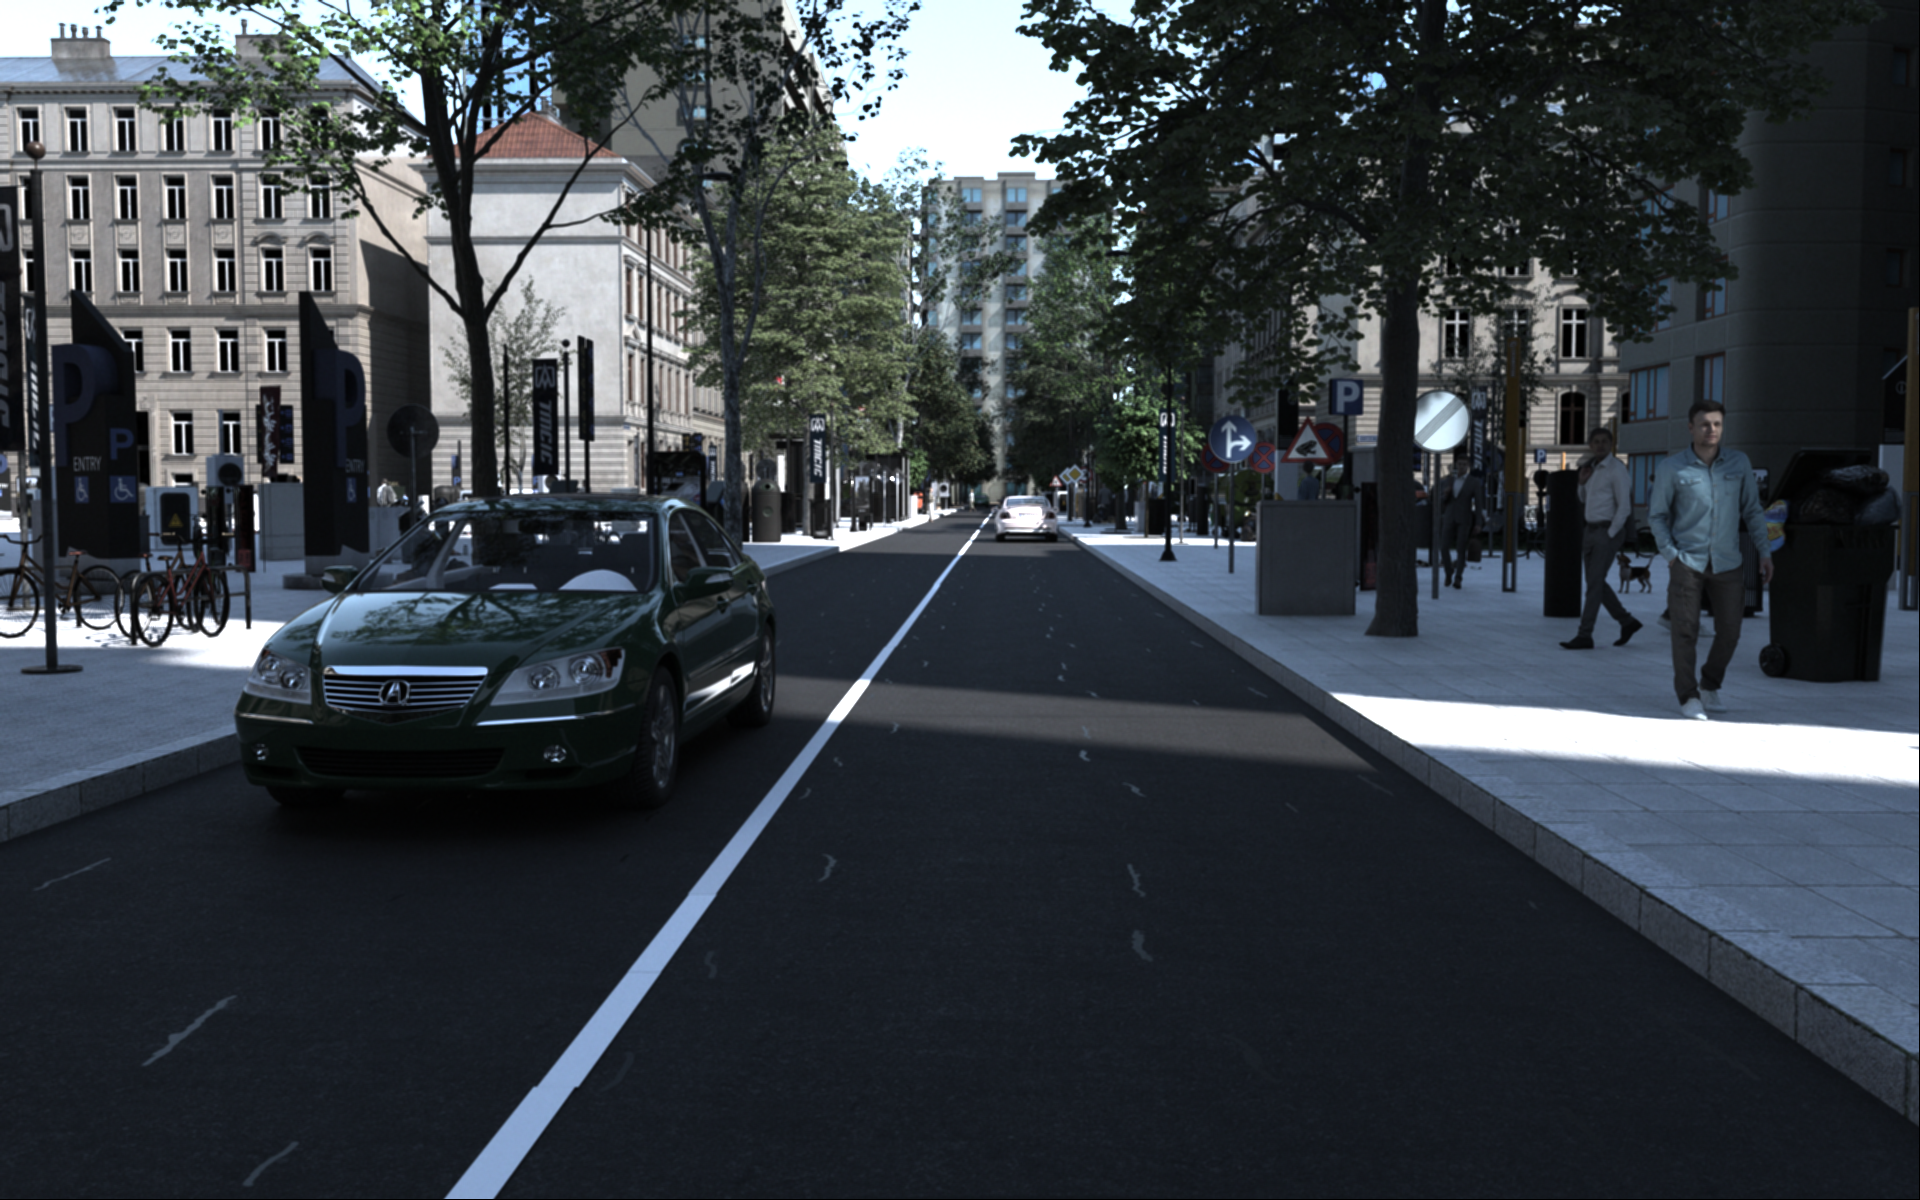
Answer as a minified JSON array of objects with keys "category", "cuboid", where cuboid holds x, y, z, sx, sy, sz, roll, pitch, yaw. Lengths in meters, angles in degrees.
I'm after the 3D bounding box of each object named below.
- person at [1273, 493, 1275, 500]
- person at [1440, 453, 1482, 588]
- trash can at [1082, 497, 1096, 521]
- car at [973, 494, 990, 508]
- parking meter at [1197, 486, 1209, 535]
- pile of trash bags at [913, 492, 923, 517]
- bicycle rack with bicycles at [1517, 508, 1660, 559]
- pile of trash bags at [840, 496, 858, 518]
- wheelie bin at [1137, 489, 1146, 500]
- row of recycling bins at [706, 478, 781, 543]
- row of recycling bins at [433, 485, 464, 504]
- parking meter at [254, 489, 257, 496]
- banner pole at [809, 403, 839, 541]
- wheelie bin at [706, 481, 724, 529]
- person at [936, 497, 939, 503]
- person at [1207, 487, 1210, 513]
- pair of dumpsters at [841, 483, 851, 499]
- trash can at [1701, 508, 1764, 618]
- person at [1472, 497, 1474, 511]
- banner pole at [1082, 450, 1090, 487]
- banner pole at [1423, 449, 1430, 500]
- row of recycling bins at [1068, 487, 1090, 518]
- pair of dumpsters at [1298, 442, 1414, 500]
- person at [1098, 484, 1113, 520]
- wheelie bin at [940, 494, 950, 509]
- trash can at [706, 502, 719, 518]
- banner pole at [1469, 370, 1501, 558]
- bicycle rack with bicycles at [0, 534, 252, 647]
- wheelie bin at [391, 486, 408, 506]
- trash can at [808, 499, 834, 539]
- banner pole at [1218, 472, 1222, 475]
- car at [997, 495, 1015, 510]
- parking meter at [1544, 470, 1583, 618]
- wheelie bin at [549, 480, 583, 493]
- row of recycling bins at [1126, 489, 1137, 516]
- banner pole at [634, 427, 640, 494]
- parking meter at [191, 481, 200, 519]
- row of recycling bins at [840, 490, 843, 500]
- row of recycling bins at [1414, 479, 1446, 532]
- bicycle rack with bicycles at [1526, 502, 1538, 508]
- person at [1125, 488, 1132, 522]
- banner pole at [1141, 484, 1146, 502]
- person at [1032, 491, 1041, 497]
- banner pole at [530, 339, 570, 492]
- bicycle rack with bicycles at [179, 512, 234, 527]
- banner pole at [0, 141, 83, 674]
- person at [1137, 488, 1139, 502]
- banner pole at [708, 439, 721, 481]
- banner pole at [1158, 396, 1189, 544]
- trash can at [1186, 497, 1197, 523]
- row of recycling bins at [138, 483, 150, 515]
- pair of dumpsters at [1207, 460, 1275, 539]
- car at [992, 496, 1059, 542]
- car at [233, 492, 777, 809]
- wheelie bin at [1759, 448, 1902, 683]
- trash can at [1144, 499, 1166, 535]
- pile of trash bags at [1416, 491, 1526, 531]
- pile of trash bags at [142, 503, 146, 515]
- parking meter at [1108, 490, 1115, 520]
[{"category":"person","cuboid":[14.792,-4.548,80.498,0.778,1.811,0.616,0,4,-2]},{"category":"person","cuboid":[6.824,-1.080,23.659,0.622,1.834,0.822,1,4,23]},{"category":"trash can","cuboid":[6.205,-4.387,83.389,0.748,1.137,0.748,0,3,0]},{"category":"car","cuboid":[2.188,-10.703,183.785,1.959,1.807,4.718,0,4,3]},{"category":"parking meter","cuboid":[7.567,-2.788,53.988,0.372,1.533,0.369,0,3,0]},{"category":"pile of trash bags","cuboid":[-3.777,-5.364,97.448,3.447,1.369,1.912,0,4,-4]},{"category":"bicycle rack with bicycles","cuboid":[12.325,-1.299,34.619,2.925,0.926,2.852,2,4,31]},{"category":"pile of trash bags","cuboid":[-6.635,-5.121,93.477,1.912,1.369,3.447,3,4,38]},{"category":"wheelie bin","cuboid":[12.035,-6.248,110.062,0.980,1.594,0.693,-2,4,-32]},{"category":"row of recycling bins","cuboid":[-6.476,-2.388,46.158,3.534,1.692,1.069,1,4,9]},{"category":"row of recycling bins","cuboid":[-24.329,-4.623,82.691,1.069,1.692,3.534,0,4,-4]},{"category":"parking meter","cuboid":[-35.475,-4.801,86.900,0.372,1.533,0.369,0,3,0]},{"category":"banner pole","cuboid":[-3.749,-3.524,47.636,0.863,3.779,0.401,0,4,7]},{"category":"wheelie bin","cuboid":[-5.732,-2.038,41.233,0.980,1.594,0.693,3,5,44]},{"category":"person","cuboid":[-2.755,-11.709,200.752,0.557,1.426,1.065,-2,4,-29]},{"category":"person","cuboid":[16.484,-6.660,115.280,0.601,1.785,0.444,-1,4,-14]},{"category":"pair of dumpsters","cuboid":[-6.344,-6.264,104.906,1.574,2.255,4.437,0,4,2]},{"category":"trash can","cuboid":[8.105,-0.399,18.176,0.748,1.137,0.748,0,3,0]},{"category":"person","cuboid":[25.529,-4.917,86.616,0.721,1.800,0.419,-2,4,-28]},{"category":"banner pole","cuboid":[7.103,-6.609,98.079,0.401,3.779,0.863,3,5,44]},{"category":"banner pole","cuboid":[17.111,-4.494,63.490,0.401,3.779,0.863,0,4,-4]},{"category":"row of recycling bins","cuboid":[6.863,-5.368,94.871,1.069,1.692,3.534,2,4,30]},{"category":"pair of dumpsters","cuboid":[7.843,-1.964,34.603,1.574,2.255,4.437,0,4,1]},{"category":"person","cuboid":[6.410,-4.306,76.843,0.661,1.777,0.834,0,4,-7]},{"category":"wheelie bin","cuboid":[-1.270,-8.412,145.448,0.980,1.594,0.693,2,4,26]},{"category":"trash can","cuboid":[-4.530,-1.112,29.837,0.748,1.137,0.748,0,3,0]},{"category":"banner pole","cuboid":[10.665,-2.768,35.266,0.401,3.779,0.863,-2,4,-29]},{"category":"bicycle rack with bicycles","cuboid":[-7.597,-0.148,15.809,2.852,0.926,2.925,1,4,10]},{"category":"wheelie bin","cuboid":[-22.198,-3.689,68.217,0.980,1.594,0.693,0,4,-3]},{"category":"trash can","cuboid":[-3.973,-2.309,49.405,0.748,1.137,0.748,0,3,0]},{"category":"banner pole","cuboid":[15.582,-6.969,103.962,0.401,3.779,0.863,-1,4,-13]},{"category":"car","cuboid":[3.930,-7.594,136.748,1.945,1.354,3.894,0,3,0]},{"category":"parking meter","cuboid":[6.320,-0.594,18.126,0.372,1.533,0.369,0,3,0]},{"category":"wheelie bin","cuboid":[-9.045,-1.939,39.603,0.980,1.594,0.693,1,4,12]},{"category":"row of recycling bins","cuboid":[8.713,-5.833,102.476,3.534,1.692,1.069,0,4,3]},{"category":"banner pole","cuboid":[-12.025,-4.558,64.543,0.401,3.779,0.863,-2,4,-24]},{"category":"parking meter","cuboid":[-35.456,-4.560,80.273,0.255,1.863,0.399,-3,5,-42]},{"category":"row of recycling bins","cuboid":[-8.043,-7.809,134.781,1.069,1.692,3.534,3,4,38]},{"category":"row of recycling bins","cuboid":[12.407,-2.580,49.300,3.534,1.692,1.069,1,4,16]},{"category":"bicycle rack with bicycles","cuboid":[26.421,-4.128,80.883,2.852,0.926,2.925,0,4,-6]},{"category":"person","cuboid":[7.605,-4.571,80.622,0.795,1.843,0.661,-3,4,-36]},{"category":"banner pole","cuboid":[9.615,-6.093,89.633,0.863,3.779,0.401,2,4,32]},{"category":"person","cuboid":[8.742,-11.750,198.135,1.348,1.826,0.705,0,4,4]},{"category":"banner pole","cuboid":[-6.594,-2.335,28.193,0.863,3.779,0.401,1,4,18]},{"category":"bicycle rack with bicycles","cuboid":[-14.629,-1.343,35.332,2.852,0.926,2.925,-1,4,-12]},{"category":"banner pole","cuboid":[-6.789,-1.372,12.450,0.863,3.779,0.401,1,4,11]},{"category":"person","cuboid":[15.165,-8.603,146.976,0.850,1.792,0.678,-1,4,-11]},{"category":"banner pole","cuboid":[-11.070,-5.417,78.583,0.863,3.779,0.401,2,4,26]},{"category":"banner pole","cuboid":[5.476,-3.331,44.479,0.863,3.779,0.401,-1,4,-12]},{"category":"trash can","cuboid":[10.432,-3.993,76.932,0.748,1.137,0.748,0,3,0]},{"category":"row of recycling bins","cuboid":[-31.478,-3.453,63.564,3.534,1.692,1.069,-1,4,-8]},{"category":"pair of dumpsters","cuboid":[8.316,-2.973,51.098,1.574,2.255,4.437,0,4,2]},{"category":"car","cuboid":[2.014,-2.494,53.136,2.083,1.381,4.827,0,4,1]},{"category":"car","cuboid":[-2.169,0.144,9.439,2.131,1.459,4.920,0,4,3]},{"category":"wheelie bin","cuboid":[6.054,-0.251,12.005,0.980,1.594,0.693,-1,4,-16]},{"category":"trash can","cuboid":[6.105,-2.596,54.094,0.748,1.137,0.748,0,3,0]},{"category":"pile of trash bags","cuboid":[12.737,-2.083,43.817,1.912,1.369,3.447,-3,5,-40]},{"category":"pile of trash bags","cuboid":[-29.199,-3.070,59.944,3.447,1.369,1.912,-1,4,-17]},{"category":"parking meter","cuboid":[6.929,-4.337,79.328,0.372,1.533,0.369,0,3,0]}]
